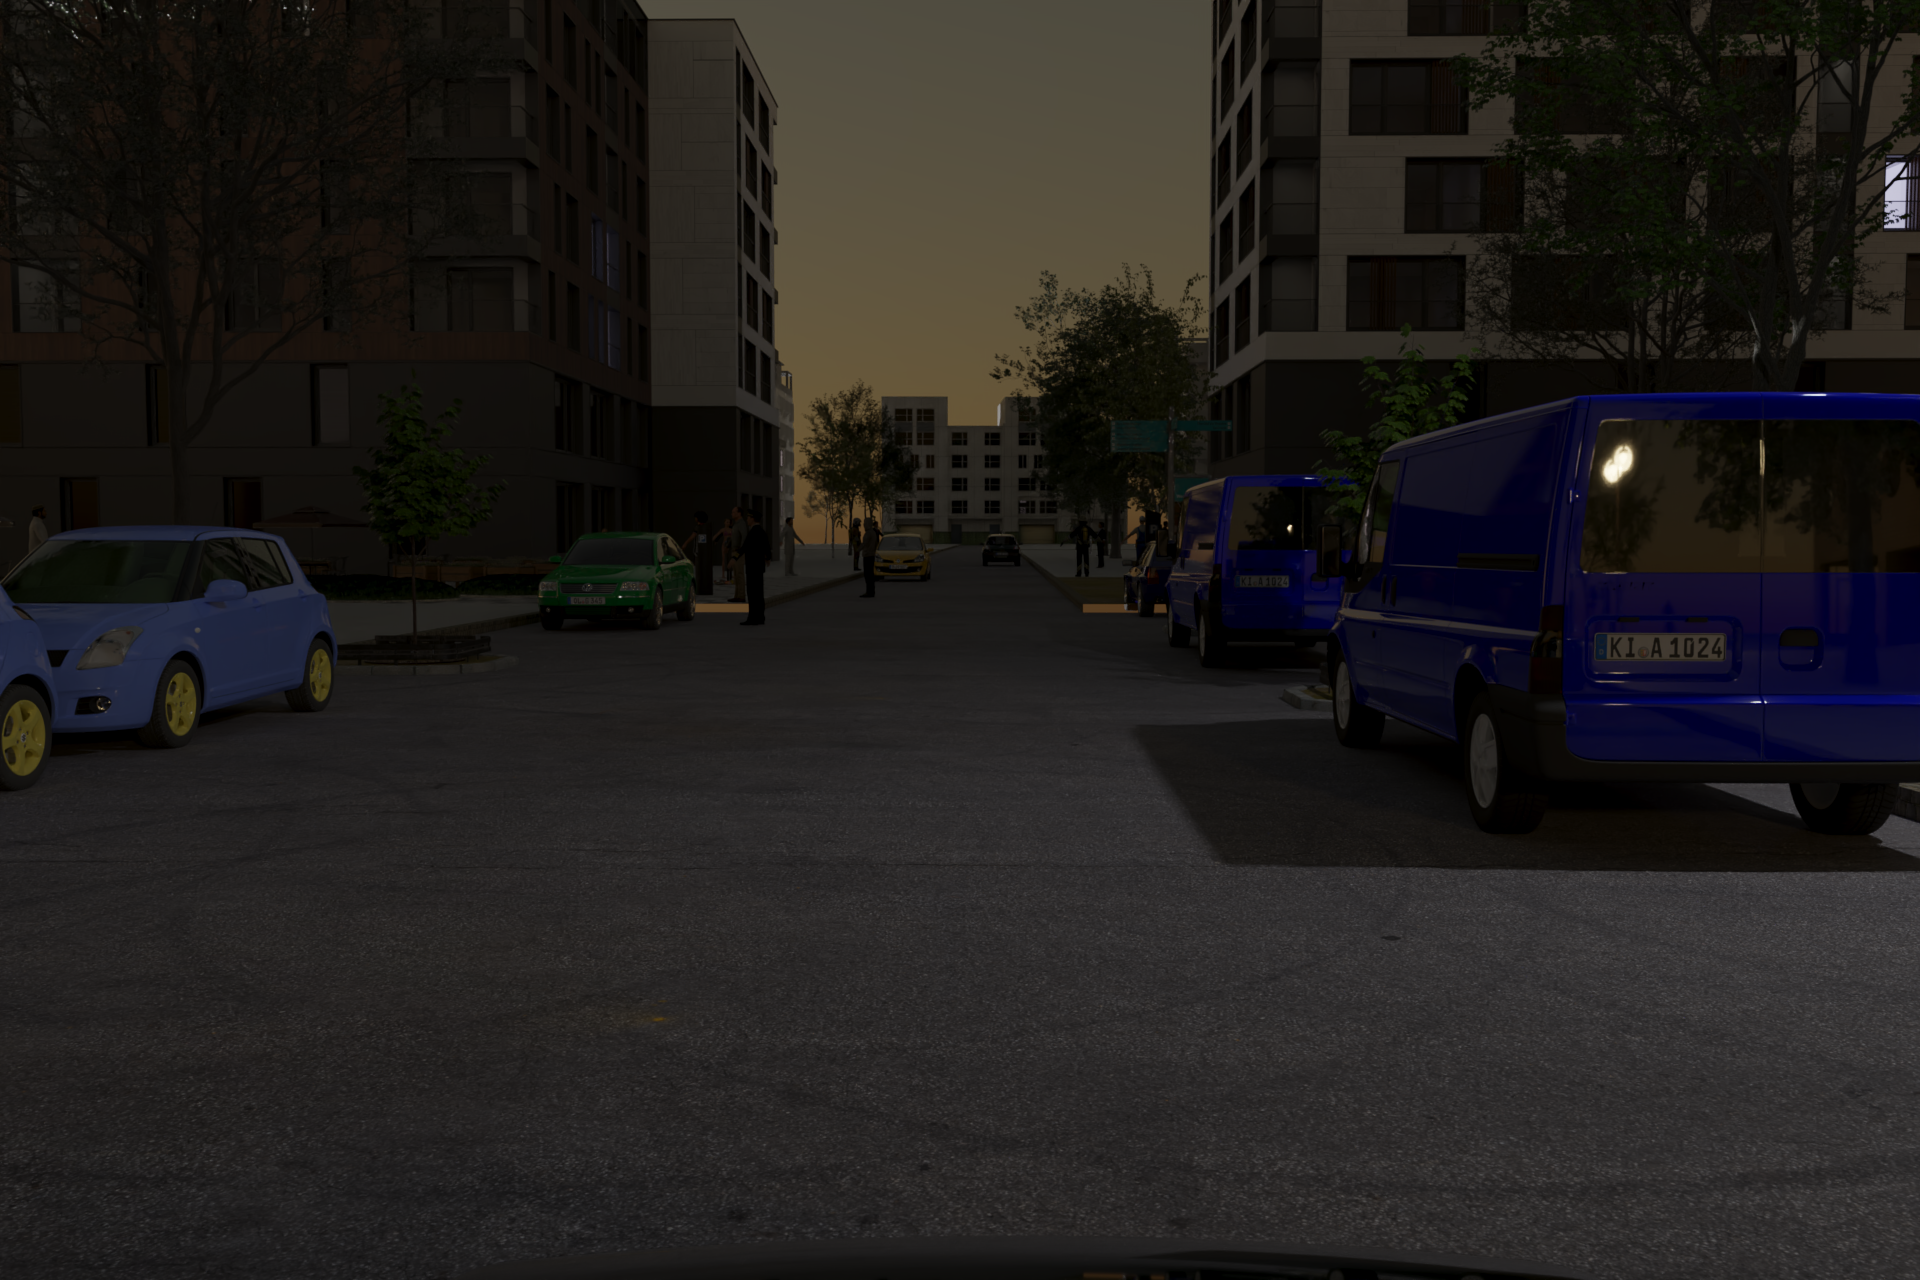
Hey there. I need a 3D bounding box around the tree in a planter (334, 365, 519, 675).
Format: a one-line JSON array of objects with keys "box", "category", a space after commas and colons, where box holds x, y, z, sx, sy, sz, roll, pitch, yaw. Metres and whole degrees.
[{"box": [-5.853, -1.301, 18.498, 1.991, 3.239, 1.994, 0, 4, 1], "category": "tree in a planter"}]

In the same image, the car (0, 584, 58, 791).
[{"box": [-6.089, 0.072, 8.412, 1.945, 1.707, 3.694, 0, 4, 1], "category": "car"}]

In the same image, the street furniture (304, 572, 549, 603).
[{"box": [-13.091, -1.201, 35.265, 10.072, 0.657, 5.734, 0, 4, 2], "category": "street furniture"}]

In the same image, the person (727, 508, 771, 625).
[{"box": [-3.259, -1.157, 27.303, 0.705, 1.837, 1.347, 1, 4, 20], "category": "person"}]

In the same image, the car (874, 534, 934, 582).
[{"box": [-1.796, -2.644, 53.459, 2.015, 1.641, 3.980, 0, 4, 1], "category": "car"}]

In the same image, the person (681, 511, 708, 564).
[{"box": [-6.196, -2.143, 41.185, 0.704, 1.843, 1.345, 1, 4, 21], "category": "person"}]

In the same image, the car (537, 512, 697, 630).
[{"box": [-5.326, -1.129, 27.252, 1.959, 1.807, 4.718, 0, 4, 1], "category": "car"}]

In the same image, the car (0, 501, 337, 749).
[{"box": [-6.012, -0.190, 12.702, 1.945, 1.707, 3.694, 0, 4, 1], "category": "car"}]

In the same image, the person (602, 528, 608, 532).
[{"box": [-9.520, -2.269, 46.370, 0.991, 1.433, 0.599, 0, 4, 0], "category": "person"}]

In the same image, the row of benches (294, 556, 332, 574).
[{"box": [-19.320, -1.940, 47.181, 4.104, 0.672, 1.422, -1, 4, -15], "category": "row of benches"}]

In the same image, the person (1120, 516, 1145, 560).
[{"box": [5.601, -2.902, 53.310, 1.347, 1.847, 0.705, 0, 4, 0], "category": "person"}]

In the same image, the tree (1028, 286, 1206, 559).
[{"box": [8.251, -11.254, 90.666, 9.857, 13.997, 8.962, 0, 3, 0], "category": "tree"}]

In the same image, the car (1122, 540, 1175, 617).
[{"box": [3.946, -1.143, 31.275, 1.945, 1.354, 3.894, 0, 3, 0], "category": "car"}]

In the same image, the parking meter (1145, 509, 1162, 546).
[{"box": [4.519, -2.124, 40.443, 0.399, 1.863, 0.255, 0, 4, 0], "category": "parking meter"}]

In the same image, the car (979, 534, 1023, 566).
[{"box": [1.867, -4.202, 78.490, 2.009, 1.686, 4.222, 0, 4, 1], "category": "car"}]

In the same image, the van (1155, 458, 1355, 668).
[{"box": [3.555, -0.969, 20.233, 2.240, 2.365, 5.245, 0, 4, 0], "category": "van"}]

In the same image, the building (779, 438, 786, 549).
[{"box": [-20.209, -13.116, 156.599, 9.099, 9.664, 28.070, 0, 4, 2], "category": "building"}]

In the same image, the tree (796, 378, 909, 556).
[{"box": [-6.247, -10.294, 102.717, 7.601, 10.594, 8.767, -3, 5, -40], "category": "tree"}]

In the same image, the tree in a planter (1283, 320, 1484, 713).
[{"box": [3.782, -1.057, 14.511, 1.991, 3.239, 1.994, 0, 4, 1], "category": "tree in a planter"}]

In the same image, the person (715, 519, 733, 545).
[{"box": [-7.998, -3.312, 60.376, 1.346, 1.802, 0.704, 1, 4, 22], "category": "person"}]

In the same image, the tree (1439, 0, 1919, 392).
[{"box": [9.761, -5.794, 20.491, 9.928, 11.665, 9.643, 0, 3, 0], "category": "tree"}]

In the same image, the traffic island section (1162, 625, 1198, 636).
[{"box": [3.964, -0.138, 25.117, 1.991, 0.108, 1.994, 0, 4, 0], "category": "traffic island section"}]

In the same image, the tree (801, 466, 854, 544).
[{"box": [-17.470, -18.023, 229.090, 7.601, 10.594, 8.767, 0, 4, -5], "category": "tree"}]

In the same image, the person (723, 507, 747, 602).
[{"box": [-4.194, -1.610, 32.591, 0.705, 1.796, 1.348, -1, 4, -21], "category": "person"}]

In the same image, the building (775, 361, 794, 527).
[{"box": [-24.661, -20.398, 189.923, 16.016, 20.090, 11.380, 0, 4, 1], "category": "building"}]

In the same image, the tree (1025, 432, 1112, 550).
[{"box": [9.263, -12.415, 137.396, 8.767, 10.594, 7.601, 0, 4, 6], "category": "tree"}]

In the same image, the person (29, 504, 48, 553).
[{"box": [-16.507, -1.532, 31.133, 0.704, 1.819, 1.344, -3, 4, -36], "category": "person"}]

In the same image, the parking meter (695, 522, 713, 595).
[{"box": [-5.368, -1.707, 36.321, 0.372, 1.533, 0.369, 0, 3, 0], "category": "parking meter"}]

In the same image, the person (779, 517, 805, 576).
[{"box": [-5.199, -2.870, 53.111, 0.705, 1.806, 1.347, 2, 4, 26], "category": "person"}]

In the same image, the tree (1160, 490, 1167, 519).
[{"box": [30.519, -19.544, 226.193, 9.857, 13.997, 8.962, 0, 3, 0], "category": "tree"}]

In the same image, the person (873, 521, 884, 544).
[{"box": [-3.381, -3.905, 70.031, 0.705, 1.806, 1.347, 3, 5, 41], "category": "person"}]

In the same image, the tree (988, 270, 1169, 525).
[{"box": [8.390, -16.405, 124.117, 12.611, 20.169, 13.585, 0, 3, 0], "category": "tree"}]

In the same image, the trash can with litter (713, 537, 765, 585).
[{"box": [-5.740, -2.033, 44.290, 1.678, 1.210, 2.233, 0, 4, 0], "category": "trash can with litter"}]

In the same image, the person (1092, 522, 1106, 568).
[{"box": [5.238, -3.585, 65.337, 0.721, 1.740, 1.216, -1, 4, -16], "category": "person"}]

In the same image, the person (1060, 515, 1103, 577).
[{"box": [3.682, -2.827, 52.001, 1.354, 1.856, 0.705, -1, 4, -13], "category": "person"}]

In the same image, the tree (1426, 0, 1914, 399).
[{"box": [15.315, -7.832, 38.421, 12.009, 13.543, 11.850, 0, 3, 0], "category": "tree"}]

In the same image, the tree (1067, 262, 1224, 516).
[{"box": [5.193, -5.874, 46.400, 4.737, 8.622, 4.395, 0, 3, 0], "category": "tree"}]

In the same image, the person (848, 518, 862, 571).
[{"box": [-3.585, -3.348, 60.516, 0.705, 1.858, 1.354, 0, 4, -1], "category": "person"}]

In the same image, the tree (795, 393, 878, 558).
[{"box": [-6.470, -8.620, 91.301, 4.737, 8.622, 4.395, 0, 3, 0], "category": "tree"}]

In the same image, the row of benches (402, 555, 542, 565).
[{"box": [-14.021, -2.091, 49.655, 4.104, 0.672, 1.422, 0, 3, 0], "category": "row of benches"}]

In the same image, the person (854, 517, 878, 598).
[{"box": [-2.091, -1.871, 39.184, 0.705, 1.813, 1.348, 1, 4, 15], "category": "person"}]

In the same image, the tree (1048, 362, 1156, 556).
[{"box": [8.739, -10.760, 101.675, 9.928, 11.665, 9.643, 0, 3, 0], "category": "tree"}]

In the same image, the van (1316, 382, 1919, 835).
[{"box": [3.462, -0.338, 9.906, 2.240, 2.365, 5.245, 0, 4, 1], "category": "van"}]

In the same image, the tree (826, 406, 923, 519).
[{"box": [-6.101, -11.560, 123.422, 8.767, 10.594, 7.601, 3, 4, 37], "category": "tree"}]

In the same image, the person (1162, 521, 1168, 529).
[{"box": [8.291, -3.885, 69.658, 0.704, 1.812, 1.346, -2, 4, -24], "category": "person"}]

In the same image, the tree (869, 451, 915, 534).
[{"box": [-6.199, -11.283, 134.841, 4.360, 8.622, 3.978, 0, 3, 0], "category": "tree"}]

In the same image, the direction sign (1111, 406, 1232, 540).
[{"box": [4.404, -2.876, 35.788, 2.525, 3.948, 1.411, 0, 4, 2], "category": "direction sign"}]

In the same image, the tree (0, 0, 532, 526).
[{"box": [-11.049, -6.981, 24.508, 12.009, 13.543, 11.850, 0, 3, 0], "category": "tree"}]

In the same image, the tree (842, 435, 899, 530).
[{"box": [-6.023, -10.133, 116.029, 4.737, 8.622, 4.395, 0, 3, 0], "category": "tree"}]

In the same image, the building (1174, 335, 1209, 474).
[{"box": [24.930, -18.789, 163.615, 16.016, 20.090, 11.380, 0, 4, 1], "category": "building"}]

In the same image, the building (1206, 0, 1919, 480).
[{"box": [23.258, -13.616, 66.592, 27.936, 21.610, 32.646, 0, 4, 1], "category": "building"}]

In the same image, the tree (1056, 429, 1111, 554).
[{"box": [8.566, -9.882, 111.927, 4.360, 8.622, 3.978, 0, 3, 0], "category": "tree"}]

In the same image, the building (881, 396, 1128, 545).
[{"box": [5.464, -22.046, 229.364, 31.486, 18.905, 16.747, 0, 4, -2], "category": "building"}]

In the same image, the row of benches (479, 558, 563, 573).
[{"box": [-10.490, -1.769, 44.392, 4.104, 0.672, 1.422, 1, 4, 13], "category": "row of benches"}]

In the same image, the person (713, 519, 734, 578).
[{"box": [-6.699, -2.651, 50.147, 1.217, 1.733, 0.721, -2, 4, -32], "category": "person"}]

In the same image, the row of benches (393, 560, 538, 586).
[{"box": [-11.567, -1.512, 40.184, 4.104, 0.672, 1.422, 2, 4, 29], "category": "row of benches"}]

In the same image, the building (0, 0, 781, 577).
[{"box": [-22.906, -13.650, 67.149, 27.936, 21.610, 32.646, 0, 4, 1], "category": "building"}]
